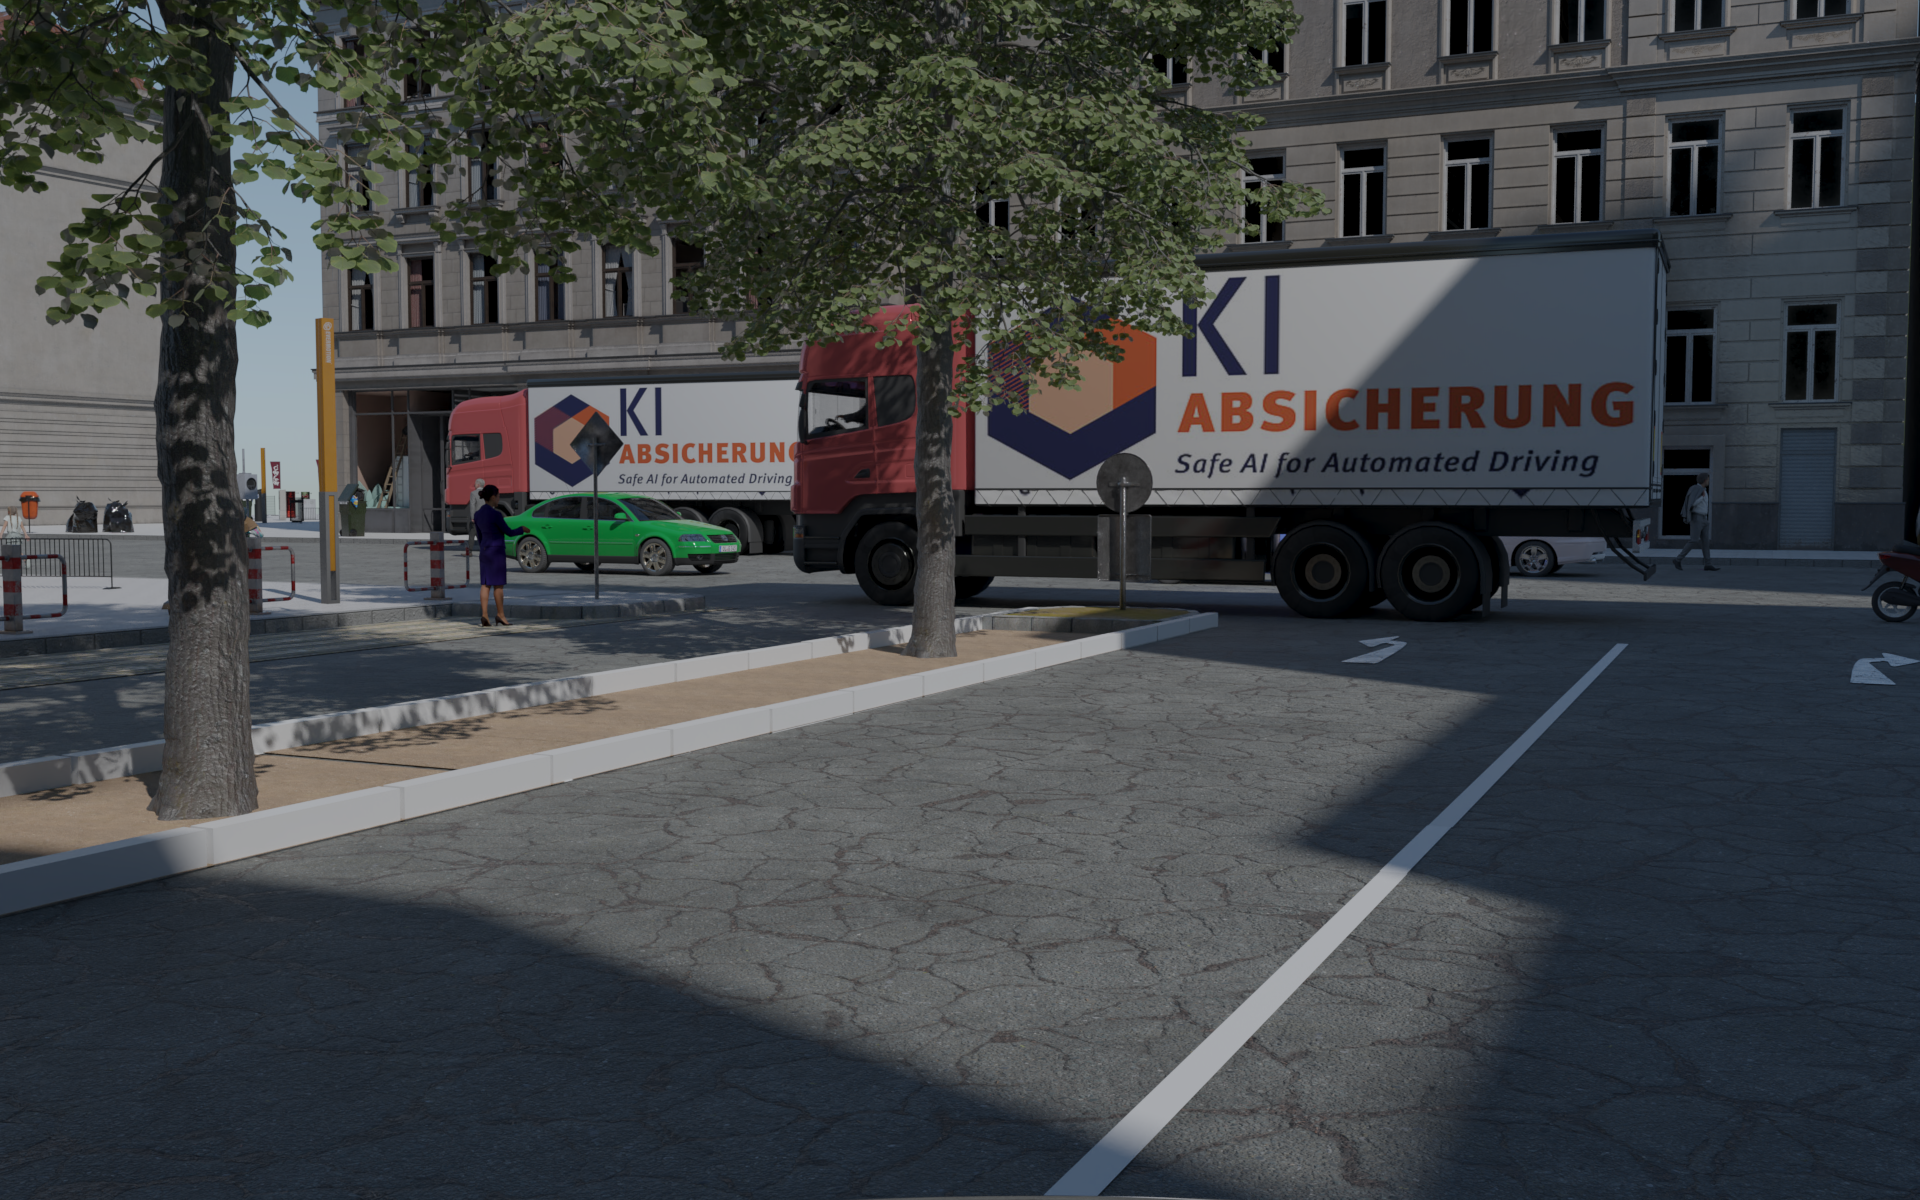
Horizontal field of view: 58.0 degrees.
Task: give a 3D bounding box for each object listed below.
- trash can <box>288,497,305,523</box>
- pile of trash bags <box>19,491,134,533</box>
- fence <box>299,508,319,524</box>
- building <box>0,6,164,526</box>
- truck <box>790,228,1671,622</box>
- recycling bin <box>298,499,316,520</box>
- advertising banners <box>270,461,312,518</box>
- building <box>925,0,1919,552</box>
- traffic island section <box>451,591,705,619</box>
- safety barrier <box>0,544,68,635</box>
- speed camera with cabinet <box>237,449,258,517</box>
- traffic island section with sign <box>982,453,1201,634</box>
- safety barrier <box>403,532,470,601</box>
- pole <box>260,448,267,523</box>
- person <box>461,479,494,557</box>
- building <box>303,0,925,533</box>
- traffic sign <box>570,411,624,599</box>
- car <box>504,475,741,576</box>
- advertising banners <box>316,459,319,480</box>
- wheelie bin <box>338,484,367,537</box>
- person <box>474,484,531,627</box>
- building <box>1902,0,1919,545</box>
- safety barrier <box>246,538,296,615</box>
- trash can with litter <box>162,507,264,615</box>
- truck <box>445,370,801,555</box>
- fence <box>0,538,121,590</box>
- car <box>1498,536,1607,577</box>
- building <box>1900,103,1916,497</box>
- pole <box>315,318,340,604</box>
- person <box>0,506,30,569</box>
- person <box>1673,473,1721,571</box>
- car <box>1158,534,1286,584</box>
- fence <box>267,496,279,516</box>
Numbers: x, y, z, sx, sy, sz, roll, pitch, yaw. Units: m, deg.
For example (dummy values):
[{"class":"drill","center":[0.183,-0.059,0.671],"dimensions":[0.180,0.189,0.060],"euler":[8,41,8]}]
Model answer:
[{"class":"trash can","center":[-29.860,-4.056,77.975],"dimensions":[0.748,1.137,0.748],"euler":[0,3,0]},{"class":"pile of trash bags","center":[-29.365,-2.928,57.630],"dimensions":[3.447,1.369,1.912],"euler":[-1,4,-22]},{"class":"fence","center":[-27.712,-3.681,75.562],"dimensions":[2.069,0.683,0.278],"euler":[-1,4,-17]},{"class":"building","center":[-45.544,-14.608,74.997],"dimensions":[21.152,22.565,11.583],"euler":[2,4,25]},{"class":"truck","center":[2.699,-2.001,21.634],"dimensions":[11.283,4.237,2.839],"euler":[2,4,24]},{"class":"recycling bin","center":[-32.693,-4.533,86.668],"dimensions":[0.722,1.027,0.722],"euler":[-2,4,-35]},{"class":"advertising banners","center":[-35.790,-5.900,92.658],"dimensions":[2.074,3.025,0.090],"euler":[-1,4,-11]},{"class":"building","center":[12.335,-15.323,47.793],"dimensions":[25.104,27.353,12.463],"euler":[2,4,25]},{"class":"traffic island section","center":[-4.456,0.068,21.163],"dimensions":[2.009,0.180,2.903],"euler":[2,4,25]},{"class":"safety barrier","center":[-8.704,-0.100,15.907],"dimensions":[0.300,0.817,1.120],"euler":[2,4,25]},{"class":"speed camera with cabinet","center":[-31.357,-4.922,74.817],"dimensions":[0.660,3.252,2.038],"euler":[2,4,27]},{"class":"traffic island section with sign","center":[1.551,-0.641,18.618],"dimensions":[2.006,1.907,1.989],"euler":[2,4,25]},{"class":"safety barrier","center":[-6.330,-0.410,20.977],"dimensions":[0.300,0.817,1.120],"euler":[2,4,25]},{"class":"pole","center":[-30.682,-5.044,76.317],"dimensions":[0.158,3.312,0.155],"euler":[0,3,0]},{"class":"person","center":[-10.893,-1.849,39.131],"dimensions":[0.834,1.777,0.661],"euler":[2,4,29]},{"class":"building","center":[-18.038,-12.815,60.438],"dimensions":[40.483,20.767,10.553],"euler":[2,4,25]},{"class":"traffic sign","center":[-4.431,-1.067,21.090],"dimensions":[0.795,2.450,0.064],"euler":[2,4,25]},{"class":"car","center":[-6.180,-1.388,31.491],"dimensions":[4.718,1.807,1.959],"euler":[2,4,26]},{"class":"advertising banners","center":[-31.476,-5.592,87.616],"dimensions":[2.074,3.025,0.090],"euler":[-2,4,-29]},{"class":"wheelie bin","center":[-18.326,-2.713,52.267],"dimensions":[0.980,1.594,0.693],"euler":[3,5,40]},{"class":"person","center":[-4.967,-0.478,18.685],"dimensions":[0.453,1.535,0.546],"euler":[1,4,16]},{"class":"building","center":[31.380,-12.849,39.755],"dimensions":[15.834,23.373,12.332],"euler":[2,4,25]},{"class":"safety barrier","center":[-7.517,-0.255,18.440],"dimensions":[0.300,0.817,1.120],"euler":[2,4,25]},{"class":"trash can with litter","center":[-8.081,-0.448,18.710],"dimensions":[0.624,1.170,1.055],"euler":[1,4,12]},{"class":"truck","center":[-7.969,-3.270,42.380],"dimensions":[11.283,4.237,2.839],"euler":[2,4,23]},{"class":"fence","center":[-12.439,-0.497,23.494],"dimensions":[2.069,0.683,0.278],"euler":[0,4,6]},{"class":"car","center":[9.095,-1.154,31.229],"dimensions":[4.827,1.381,2.083],"euler":[2,4,26]},{"class":"building","center":[98.370,-30.648,184.684],"dimensions":[14.086,41.232,14.154],"euler":[2,4,25]},{"class":"pole","center":[-7.375,-1.612,20.195],"dimensions":[0.158,3.312,0.155],"euler":[0,3,0]},{"class":"person","center":[-17.955,-1.183,32.856],"dimensions":[0.382,1.210,0.505],"euler":[2,4,28]},{"class":"person","center":[13.786,-1.455,32.391],"dimensions":[0.850,1.850,0.679],"euler":[3,5,39]},{"class":"car","center":[4.809,-1.107,27.686],"dimensions":[3.694,1.707,1.945],"euler":[2,4,25]},{"class":"fence","center":[-40.658,-5.553,101.999],"dimensions":[0.480,1.192,2.264],"euler":[0,4,-6]}]
